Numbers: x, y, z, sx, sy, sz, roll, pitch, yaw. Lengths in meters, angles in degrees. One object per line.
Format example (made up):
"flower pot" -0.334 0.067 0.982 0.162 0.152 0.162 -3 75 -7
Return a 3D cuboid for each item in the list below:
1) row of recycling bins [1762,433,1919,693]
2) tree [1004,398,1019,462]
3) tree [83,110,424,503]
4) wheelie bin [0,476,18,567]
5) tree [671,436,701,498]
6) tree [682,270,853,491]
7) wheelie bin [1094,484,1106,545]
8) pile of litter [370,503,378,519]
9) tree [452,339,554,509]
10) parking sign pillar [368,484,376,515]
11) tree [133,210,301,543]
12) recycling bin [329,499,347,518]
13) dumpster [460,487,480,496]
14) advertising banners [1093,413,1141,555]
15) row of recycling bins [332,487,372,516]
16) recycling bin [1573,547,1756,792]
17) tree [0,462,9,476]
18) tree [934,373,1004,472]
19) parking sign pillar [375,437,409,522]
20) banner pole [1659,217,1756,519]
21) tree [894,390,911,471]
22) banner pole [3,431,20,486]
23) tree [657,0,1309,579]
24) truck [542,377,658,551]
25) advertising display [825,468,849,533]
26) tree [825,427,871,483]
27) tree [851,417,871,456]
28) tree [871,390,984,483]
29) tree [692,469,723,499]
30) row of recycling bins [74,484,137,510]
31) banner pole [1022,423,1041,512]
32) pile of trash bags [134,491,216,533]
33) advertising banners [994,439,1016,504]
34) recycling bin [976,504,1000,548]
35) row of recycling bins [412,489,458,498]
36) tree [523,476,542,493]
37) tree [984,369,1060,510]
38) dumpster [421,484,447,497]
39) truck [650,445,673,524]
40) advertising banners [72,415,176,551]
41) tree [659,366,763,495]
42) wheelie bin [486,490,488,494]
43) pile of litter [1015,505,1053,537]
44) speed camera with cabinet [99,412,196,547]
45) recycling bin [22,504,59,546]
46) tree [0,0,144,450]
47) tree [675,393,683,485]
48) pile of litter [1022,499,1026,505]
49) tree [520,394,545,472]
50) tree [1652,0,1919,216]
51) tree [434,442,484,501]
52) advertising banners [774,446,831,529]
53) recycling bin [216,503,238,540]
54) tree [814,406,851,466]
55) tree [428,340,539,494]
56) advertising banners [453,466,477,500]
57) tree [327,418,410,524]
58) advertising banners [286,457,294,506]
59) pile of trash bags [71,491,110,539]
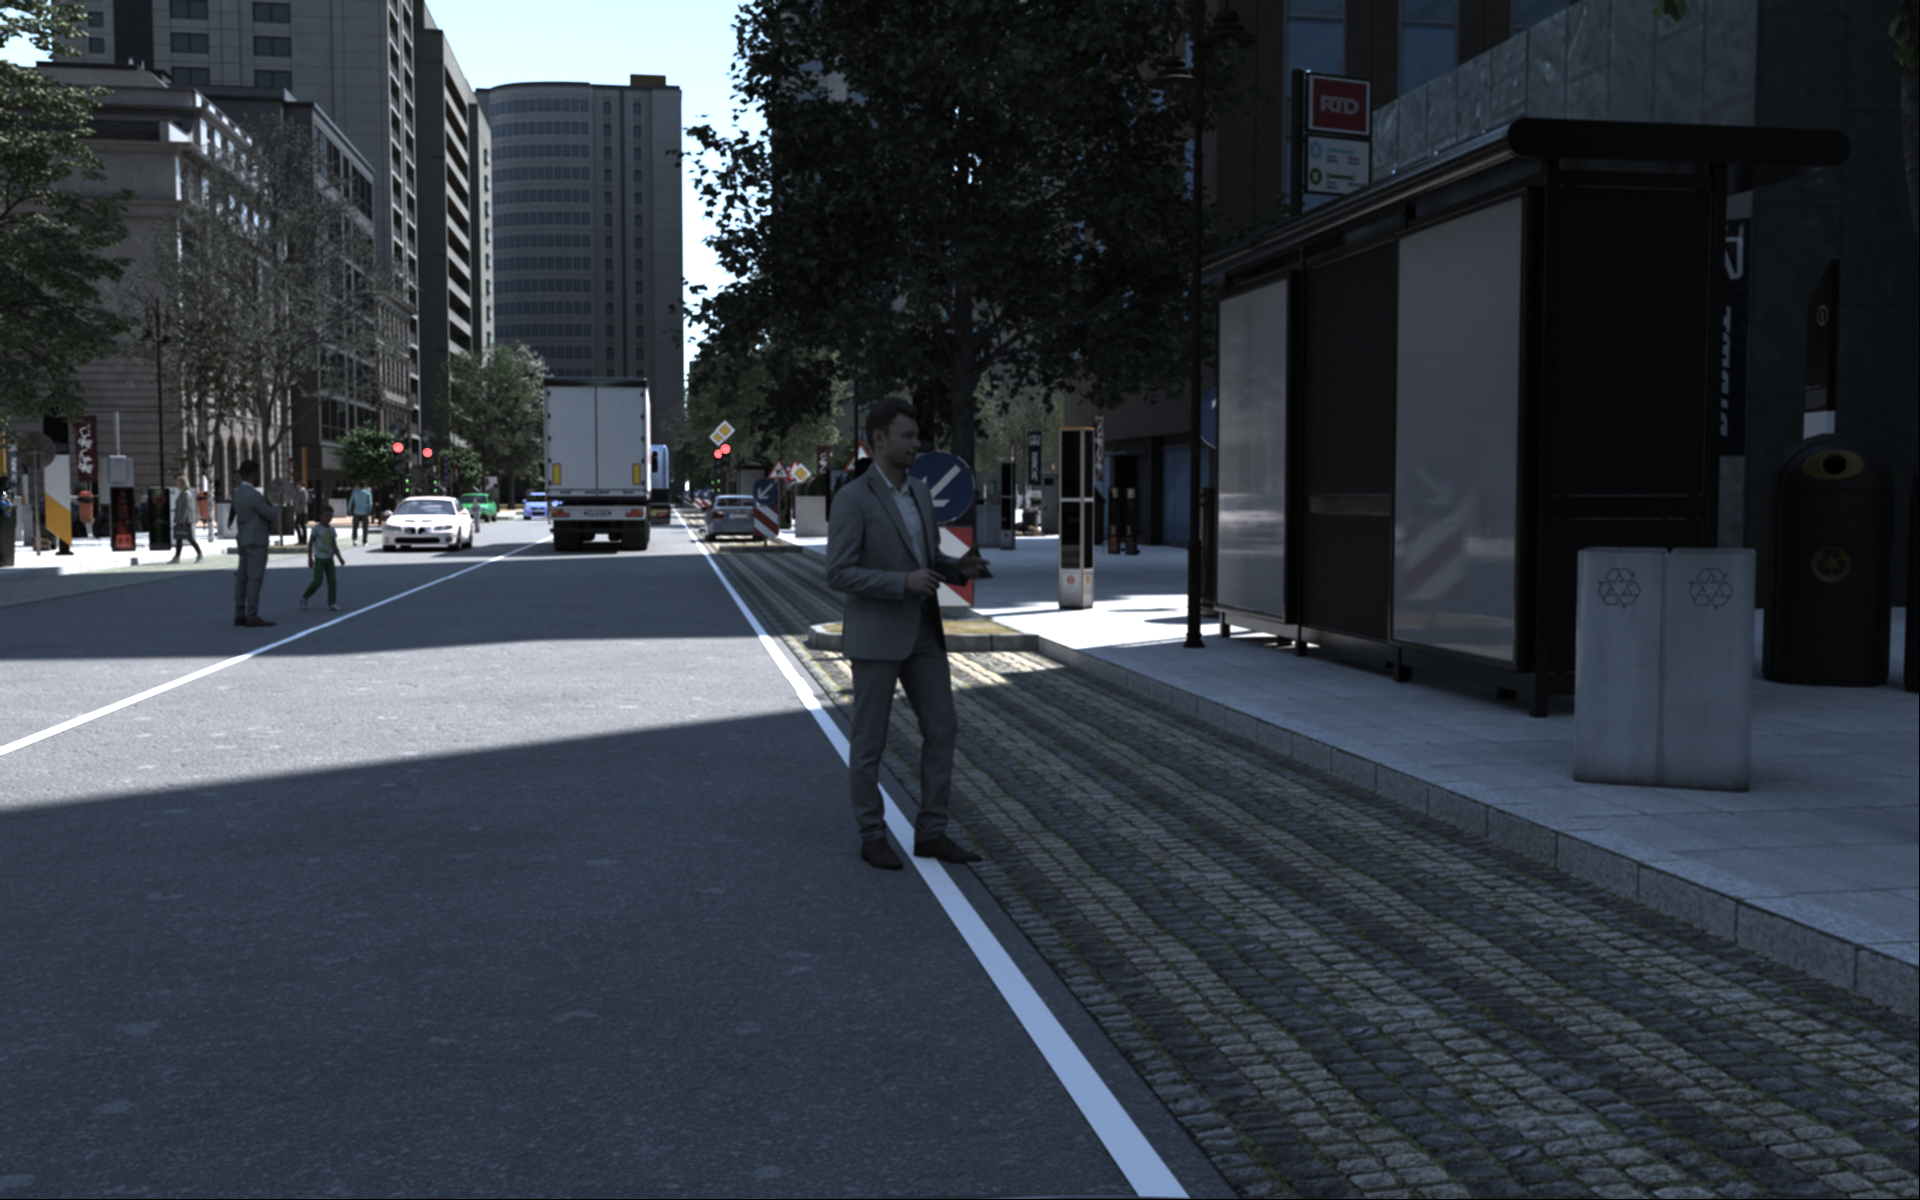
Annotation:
"row of recycling bins" 6.763 -0.226 10.805 1.069 1.692 3.534 -2 4 -35
"tree" 4.850 -10.535 122.607 4.737 8.622 4.395 0 3 0
"tree" -21.954 -8.837 54.862 12.009 13.543 11.850 0 3 0
"wheelie bin" -17.057 -1.379 30.450 0.980 1.594 0.693 0 4 2
"tree" -31.705 -16.816 209.346 8.767 10.594 7.601 3 5 40
"tree" -8.454 -9.969 81.118 7.486 12.596 7.792 0 3 0
"wheelie bin" 3.324 -2.193 43.771 0.693 1.594 0.980 1 4 9
"pile of litter" -29.617 -4.582 88.880 1.176 0.858 1.719 -2 4 -30
"tree" -37.394 -14.517 144.001 9.857 13.997 8.962 0 3 0
"parking sign pillar" -35.705 -7.129 105.035 1.447 3.967 1.447 -1 4 -12
"tree" -19.784 -5.835 45.772 4.360 8.622 3.978 0 3 0
"recycling bin" -33.766 -4.980 93.977 0.722 1.027 0.722 -3 5 -39
"dumpster" -34.672 -7.135 122.410 1.264 1.857 1.865 -1 4 -10
"advertising banners" 3.312 -2.495 36.981 0.090 3.025 2.074 -1 4 -23
"row of recycling bins" -35.859 -5.819 102.255 3.534 1.692 1.069 3 4 37
"recycling bin" 3.202 0.287 7.869 0.722 1.027 0.722 2 4 24
"tree" -31.233 -3.695 55.020 1.663 3.219 1.824 0 3 0
"tree" 0.281 -13.782 143.465 7.486 12.596 7.792 0 3 0
"parking sign pillar" -26.611 -5.689 81.485 1.447 3.967 1.447 -1 4 -20
"banner pole" 5.988 -1.474 14.113 0.863 3.779 0.401 3 5 40
"tree" -3.690 -9.515 105.940 4.737 8.622 4.395 0 3 0
"banner pole" -37.941 -4.843 69.203 0.401 3.779 0.863 2 4 29
"tree" 0.110 -6.686 26.332 9.611 12.733 9.660 0 3 0
"truck" -9.689 -3.565 47.202 2.839 4.237 11.283 -1 4 -10
"advertising display" -3.030 -2.302 42.844 0.123 1.923 0.974 2 4 25
"tree" -3.129 -3.375 49.782 1.663 3.219 1.824 0 3 0
"tree" -5.285 -10.867 128.032 4.360 8.622 3.978 0 3 0
"tree" -1.771 -8.831 94.747 4.360 8.622 3.978 0 3 0
"tree" -24.169 -11.236 167.415 4.285 4.588 4.351 0 3 0
"row of recycling bins" -35.250 -3.932 71.403 1.069 1.692 3.534 0 4 7
"banner pole" 2.474 -4.342 61.003 0.863 3.779 0.401 -1 4 -12
"pile of trash bags" -26.847 -2.968 58.274 3.447 1.369 1.912 -3 5 -39
"advertising banners" 1.470 -3.676 56.283 0.090 3.025 2.074 -1 4 -16
"recycling bin" 0.690 -1.798 41.944 0.722 1.027 0.722 -2 4 -34
"row of recycling bins" -38.936 -7.447 128.864 3.534 1.692 1.069 -2 4 -27
"tree" -39.627 -10.105 159.818 1.663 3.219 1.824 0 3 0
"tree" 3.823 -8.980 97.182 4.360 8.622 3.978 0 3 0
"dumpster" -30.483 -5.783 100.312 1.264 1.857 1.865 -1 4 -10
"truck" -16.240 -6.095 89.418 2.967 4.110 18.799 -1 4 -10
"advertising banners" -18.782 -2.611 38.884 2.074 3.025 0.090 -2 4 -33
"tree" -18.015 -13.682 134.063 12.009 13.543 11.850 0 3 0
"wheelie bin" -34.767 -7.362 128.281 0.980 1.594 0.693 0 4 7
"pile of litter" 2.016 -2.367 52.670 1.719 0.858 1.176 3 5 45
"speed camera with cabinet" -19.845 -2.933 42.298 2.038 3.252 0.660 -2 4 -34
"recycling bin" -22.824 -1.873 43.175 0.722 1.027 0.722 0 4 2
"tree" -17.879 -6.743 28.375 7.486 12.596 7.792 0 3 0
"tree" -14.082 -11.732 109.945 7.486 12.596 7.792 0 3 0
"pile of litter" 5.276 -8.113 146.606 1.176 0.858 1.719 -1 4 -17
"tree" -44.528 -17.024 188.718 12.009 13.543 11.850 0 3 0
"tree" 3.436 -3.396 5.893 4.737 8.622 4.395 0 3 0
"tree" -31.551 -7.678 109.254 4.285 4.588 4.351 0 3 0
"advertising banners" -5.696 -4.096 63.163 2.074 3.025 0.090 1 4 11
"recycling bin" -20.679 -2.246 49.273 0.722 1.027 0.722 -3 4 -38
"tree" -10.194 -11.638 140.650 4.360 8.622 3.978 0 3 0
"tree" -31.955 -11.657 116.346 9.928 11.665 9.643 0 3 0
"advertising banners" -30.218 -6.706 105.828 2.074 3.025 0.090 2 4 30
"tree" -25.385 -5.552 74.492 4.285 4.588 4.351 0 3 0
"advertising banners" -32.413 -5.318 83.139 2.074 3.025 0.090 3 5 43
"pile of trash bags" -25.697 -2.533 51.161 1.912 1.369 3.447 -2 4 -24
